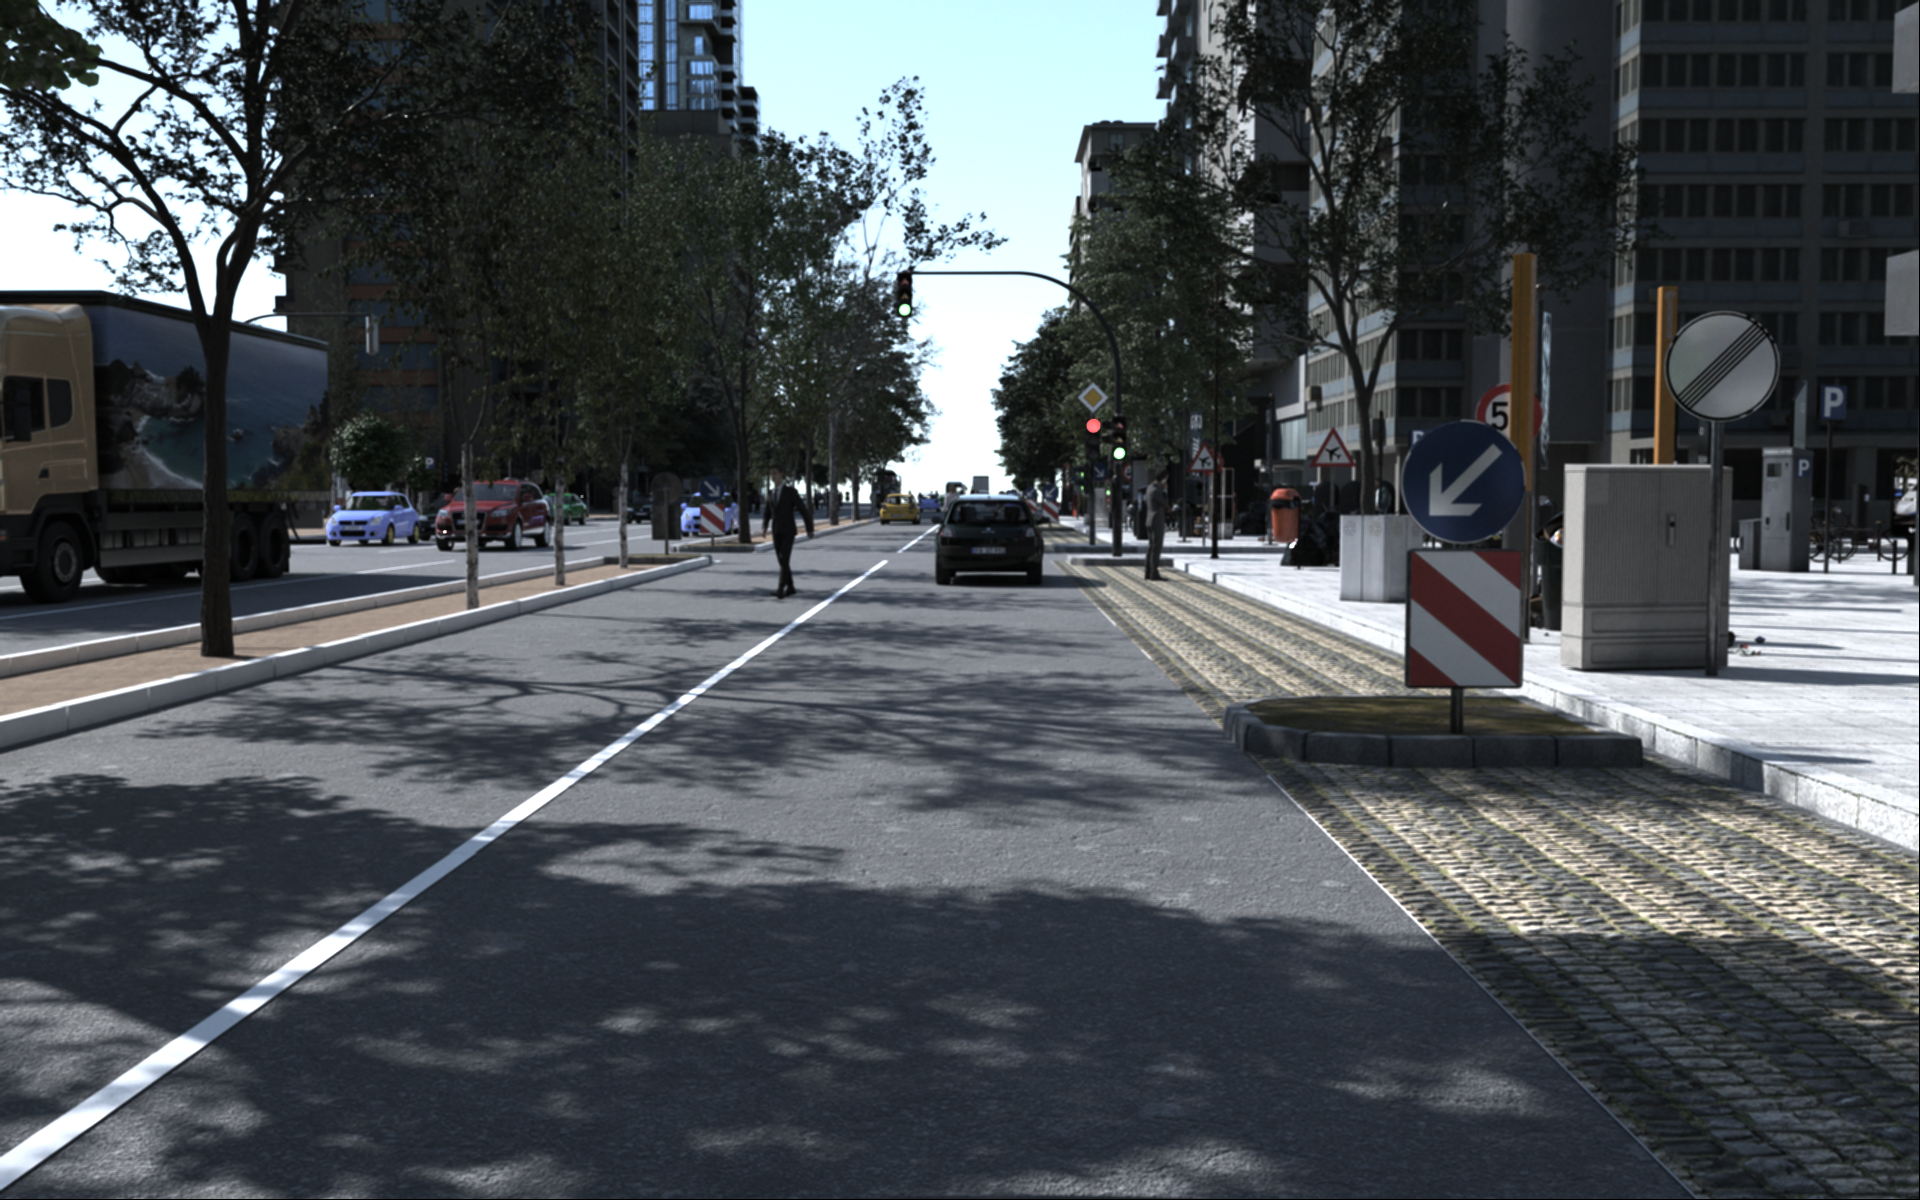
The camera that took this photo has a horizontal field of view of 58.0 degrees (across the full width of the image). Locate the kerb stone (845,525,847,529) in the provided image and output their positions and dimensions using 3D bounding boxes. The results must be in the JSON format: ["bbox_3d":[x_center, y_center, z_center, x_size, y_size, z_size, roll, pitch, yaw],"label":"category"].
[{"bbox_3d":[-4.695,-2.863,69.002,0.120,0.150,1.000,0,4,1],"label":"kerb stone"}]

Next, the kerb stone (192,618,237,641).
[{"bbox_3d":[-7.487,0.304,17.218,0.120,0.150,1.000,0,4,1],"label":"kerb stone"}]

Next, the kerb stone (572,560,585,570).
[{"bbox_3d":[-7.284,-0.634,32.607,0.120,0.150,1.000,0,4,1],"label":"kerb stone"}]

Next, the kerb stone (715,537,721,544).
[{"bbox_3d":[-7.056,-1.675,49.576,0.120,0.150,1.000,0,4,1],"label":"kerb stone"}]

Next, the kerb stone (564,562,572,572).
[{"bbox_3d":[-7.294,-0.572,31.579,0.120,0.150,1.000,0,4,1],"label":"kerb stone"}]

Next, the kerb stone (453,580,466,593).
[{"bbox_3d":[-7.372,-0.197,25.421,0.120,0.150,1.000,0,4,1],"label":"kerb stone"}]

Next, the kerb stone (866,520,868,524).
[{"bbox_3d":[-4.532,-3.614,81.288,0.120,0.150,1.000,0,4,1],"label":"kerb stone"}]

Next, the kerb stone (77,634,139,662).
[{"bbox_3d":[-7.518,0.430,15.169,0.120,0.150,1.000,0,4,1],"label":"kerb stone"}]

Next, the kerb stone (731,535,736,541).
[{"bbox_3d":[-7.018,-1.863,52.653,0.120,0.150,1.000,0,4,1],"label":"kerb stone"}]

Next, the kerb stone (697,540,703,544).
[{"bbox_3d":[-7.096,-1.485,46.498,0.120,0.150,1.000,0,4,1],"label":"kerb stone"}]

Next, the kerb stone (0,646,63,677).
[{"bbox_3d":[-7.531,0.496,14.145,0.120,0.150,1.000,0,4,1],"label":"kerb stone"}]

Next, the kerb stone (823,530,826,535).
[{"bbox_3d":[-4.822,-2.298,59.775,0.120,0.150,1.000,0,4,1],"label":"kerb stone"}]

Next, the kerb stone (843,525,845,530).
[{"bbox_3d":[-4.712,-2.795,67.974,0.120,0.150,1.000,0,4,1],"label":"kerb stone"}]

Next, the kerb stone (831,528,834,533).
[{"bbox_3d":[-4.774,-2.484,62.859,0.120,0.150,1.000,0,4,1],"label":"kerb stone"}]

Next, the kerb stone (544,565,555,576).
[{"bbox_3d":[-7.311,-0.509,30.555,0.120,0.150,1.000,0,4,1],"label":"kerb stone"}]

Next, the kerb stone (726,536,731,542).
[{"bbox_3d":[-7.023,-1.800,51.620,0.120,0.150,1.000,0,4,1],"label":"kerb stone"}]

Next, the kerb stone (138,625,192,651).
[{"bbox_3d":[-7.496,0.367,16.191,0.120,0.150,1.000,0,4,1],"label":"kerb stone"}]

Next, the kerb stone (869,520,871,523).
[{"bbox_3d":[-4.503,-3.737,83.332,0.120,0.150,1.000,0,4,1],"label":"kerb stone"}]

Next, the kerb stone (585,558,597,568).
[{"bbox_3d":[-7.263,-0.694,33.632,0.120,0.150,1.000,0,4,1],"label":"kerb stone"}]

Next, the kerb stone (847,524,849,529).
[{"bbox_3d":[-4.691,-2.919,70.027,0.120,0.150,1.000,0,4,1],"label":"kerb stone"}]

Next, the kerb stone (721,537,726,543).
[{"bbox_3d":[-7.044,-1.737,50.598,0.120,0.150,1.000,0,4,1],"label":"kerb stone"}]

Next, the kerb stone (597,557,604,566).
[{"bbox_3d":[-7.254,-0.761,34.654,0.120,0.150,1.000,0,4,1],"label":"kerb stone"}]

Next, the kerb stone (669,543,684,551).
[{"bbox_3d":[-7.141,-1.298,43.428,0.120,0.150,1.000,0,4,1],"label":"kerb stone"}]

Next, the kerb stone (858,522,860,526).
[{"bbox_3d":[-4.607,-3.296,76.164,0.120,0.150,1.000,0,4,1],"label":"kerb stone"}]

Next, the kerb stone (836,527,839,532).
[{"bbox_3d":[-4.747,-2.607,64.902,0.120,0.150,1.000,0,4,1],"label":"kerb stone"}]

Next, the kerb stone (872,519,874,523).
[{"bbox_3d":[-4.478,-3.865,85.387,0.120,0.150,1.000,0,4,1],"label":"kerb stone"}]

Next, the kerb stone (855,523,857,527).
[{"bbox_3d":[-4.629,-3.176,74.119,0.120,0.150,1.000,0,4,1],"label":"kerb stone"}]

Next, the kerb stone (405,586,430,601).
[{"bbox_3d":[-7.409,-0.072,23.372,0.120,0.150,1.000,0,4,1],"label":"kerb stone"}]

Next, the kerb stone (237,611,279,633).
[{"bbox_3d":[-7.467,0.245,18.240,0.120,0.150,1.000,0,4,1],"label":"kerb stone"}]

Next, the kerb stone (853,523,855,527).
[{"bbox_3d":[-4.638,-3.113,73.098,0.120,0.150,1.000,0,4,1],"label":"kerb stone"}]

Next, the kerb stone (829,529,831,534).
[{"bbox_3d":[-4.791,-2.424,61.830,0.120,0.150,1.000,0,4,1],"label":"kerb stone"}]

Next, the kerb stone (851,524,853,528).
[{"bbox_3d":[-4.660,-3.051,72.076,0.120,0.150,1.000,0,4,1],"label":"kerb stone"}]

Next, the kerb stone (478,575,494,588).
[{"bbox_3d":[-7.363,-0.254,26.448,0.120,0.150,1.000,0,4,1],"label":"kerb stone"}]

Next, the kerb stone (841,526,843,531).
[{"bbox_3d":[-4.725,-2.737,66.946,0.120,0.150,1.000,0,4,1],"label":"kerb stone"}]

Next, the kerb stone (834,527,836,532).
[{"bbox_3d":[-4.764,-2.550,63.880,0.120,0.150,1.000,0,4,1],"label":"kerb stone"}]

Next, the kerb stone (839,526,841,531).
[{"bbox_3d":[-4.736,-2.675,65.924,0.120,0.150,1.000,0,4,1],"label":"kerb stone"}]

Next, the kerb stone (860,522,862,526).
[{"bbox_3d":[-4.593,-3.363,77.185,0.120,0.150,1.000,0,4,1],"label":"kerb stone"}]

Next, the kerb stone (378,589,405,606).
[{"bbox_3d":[-7.418,-0.009,22.350,0.120,0.150,1.000,0,4,1],"label":"kerb stone"}]

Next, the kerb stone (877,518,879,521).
[{"bbox_3d":[-4.428,-4.116,89.494,0.120,0.150,1.000,0,4,1],"label":"kerb stone"}]

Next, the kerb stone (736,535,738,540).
[{"bbox_3d":[-7.000,-1.925,53.674,0.120,0.150,1.000,0,4,1],"label":"kerb stone"}]

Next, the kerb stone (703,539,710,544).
[{"bbox_3d":[-7.082,-1.549,47.523,0.120,0.150,1.000,0,4,1],"label":"kerb stone"}]

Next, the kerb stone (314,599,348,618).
[{"bbox_3d":[-7.446,0.117,20.291,0.120,0.150,1.000,0,4,1],"label":"kerb stone"}]

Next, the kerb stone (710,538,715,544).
[{"bbox_3d":[-7.063,-1.611,48.553,0.120,0.150,1.000,0,4,1],"label":"kerb stone"}]

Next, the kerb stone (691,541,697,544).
[{"bbox_3d":[-7.105,-1.414,45.472,0.120,0.150,1.000,0,4,1],"label":"kerb stone"}]

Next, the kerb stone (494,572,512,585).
[{"bbox_3d":[-7.338,-0.323,27.473,0.120,0.150,1.000,0,4,1],"label":"kerb stone"}]

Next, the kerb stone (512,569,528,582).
[{"bbox_3d":[-7.335,-0.385,28.496,0.120,0.150,1.000,0,4,1],"label":"kerb stone"}]

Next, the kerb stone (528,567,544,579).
[{"bbox_3d":[-7.325,-0.448,29.522,0.120,0.150,1.000,0,4,1],"label":"kerb stone"}]

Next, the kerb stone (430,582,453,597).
[{"bbox_3d":[-7.394,-0.132,24.394,0.120,0.150,1.000,0,4,1],"label":"kerb stone"}]

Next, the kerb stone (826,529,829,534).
[{"bbox_3d":[-4.808,-2.362,60.808,0.120,0.150,1.000,0,4,1],"label":"kerb stone"}]

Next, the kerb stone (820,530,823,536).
[{"bbox_3d":[-4.831,-2.230,58.747,0.120,0.150,1.000,0,4,1],"label":"kerb stone"}]

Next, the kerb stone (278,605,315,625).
[{"bbox_3d":[-7.459,0.181,19.268,0.120,0.150,1.000,0,4,1],"label":"kerb stone"}]

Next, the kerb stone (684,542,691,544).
[{"bbox_3d":[-7.123,-1.361,44.450,0.120,0.150,1.000,0,4,1],"label":"kerb stone"}]

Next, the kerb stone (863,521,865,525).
[{"bbox_3d":[-4.557,-3.489,79.243,0.120,0.150,1.000,0,4,1],"label":"kerb stone"}]

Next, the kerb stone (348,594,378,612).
[{"bbox_3d":[-7.440,0.056,21.328,0.120,0.150,1.000,0,4,1],"label":"kerb stone"}]

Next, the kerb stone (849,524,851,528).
[{"bbox_3d":[-4.669,-2.988,71.051,0.120,0.150,1.000,0,4,1],"label":"kerb stone"}]
